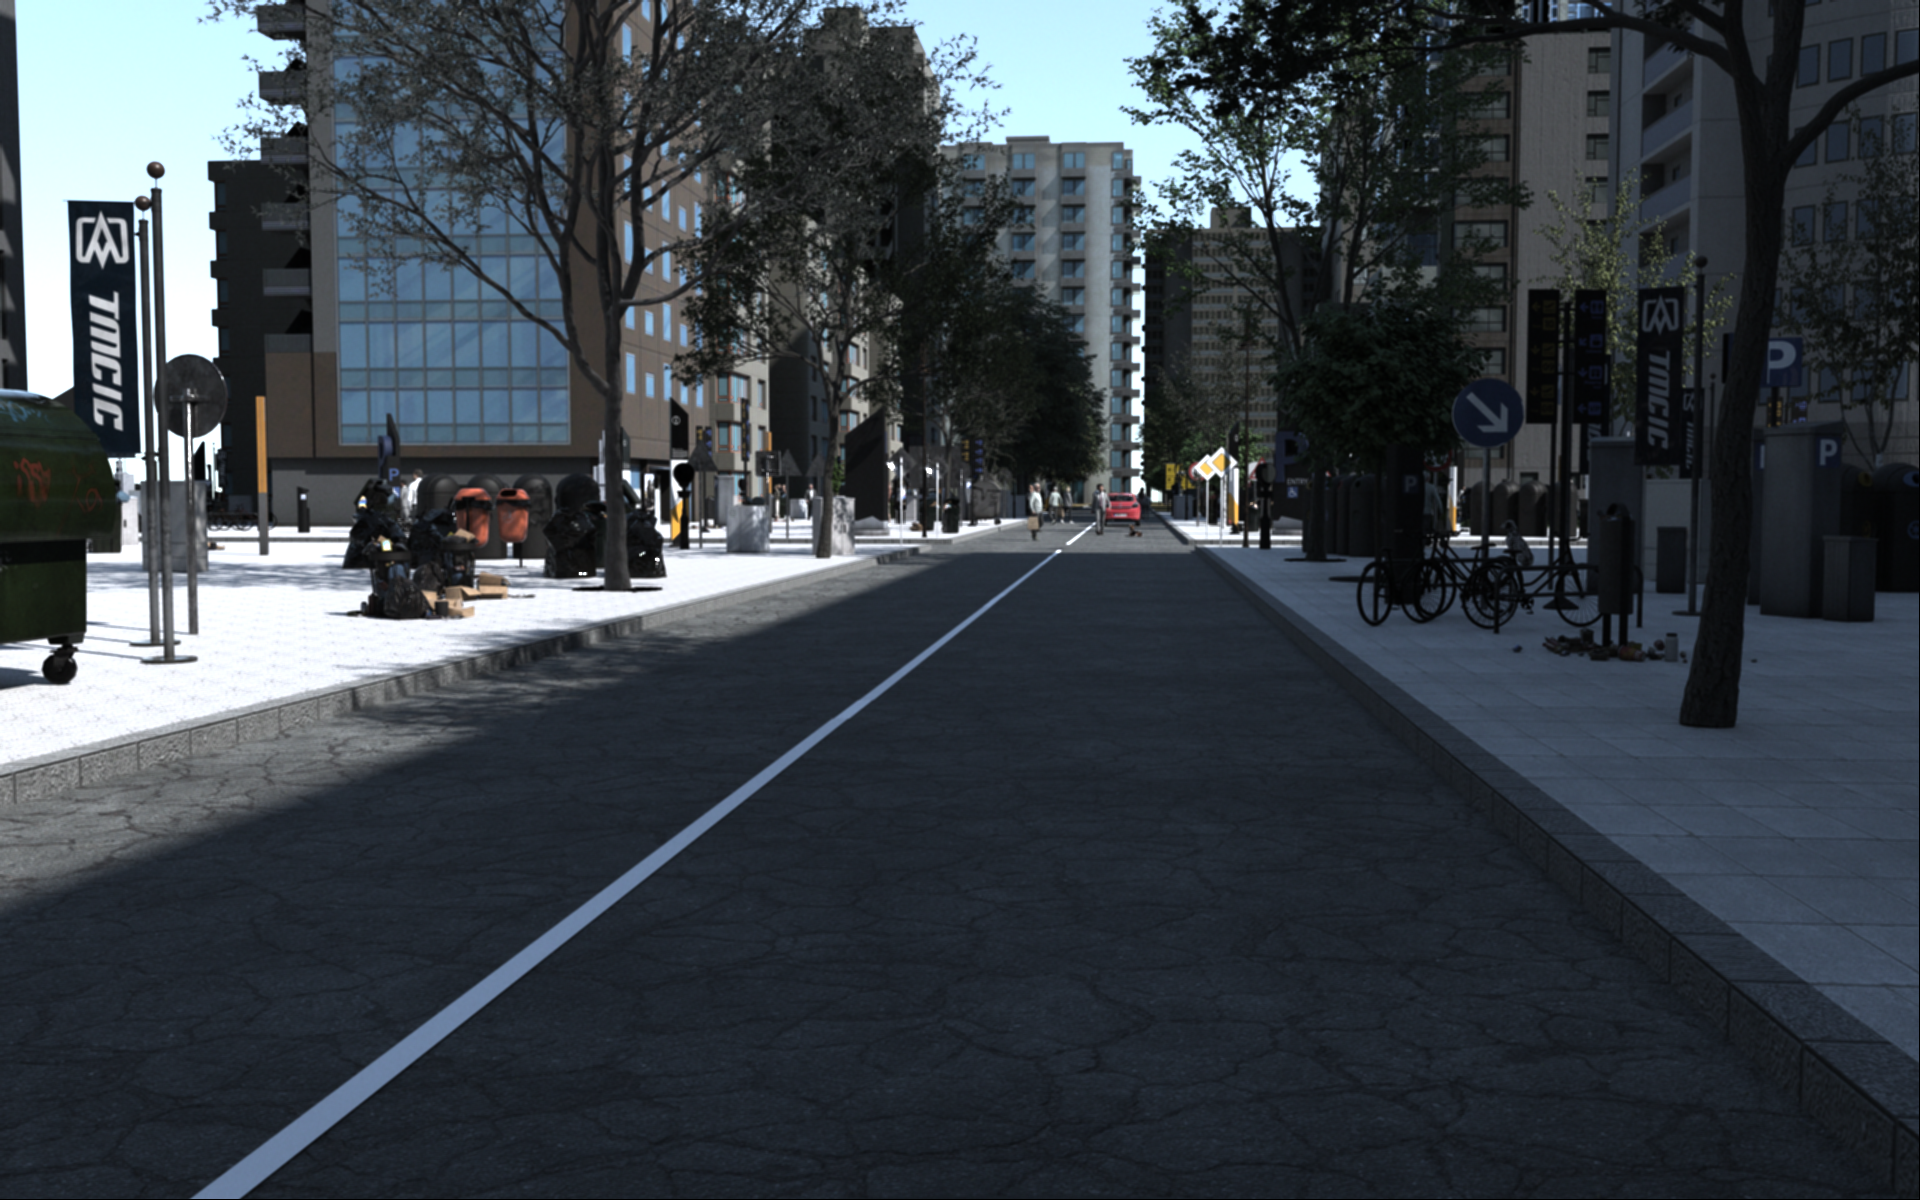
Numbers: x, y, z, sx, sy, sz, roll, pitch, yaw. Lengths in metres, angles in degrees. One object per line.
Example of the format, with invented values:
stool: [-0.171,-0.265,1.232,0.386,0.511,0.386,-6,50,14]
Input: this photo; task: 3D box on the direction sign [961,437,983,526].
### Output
direction sign: [0.483,-4.718,69.130,0.876,3.537,0.379,0,4,5]

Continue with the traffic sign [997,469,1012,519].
traffic sign: [2.243,-5.353,87.621,0.768,2.556,0.104,0,4,7]

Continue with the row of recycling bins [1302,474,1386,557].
row of recycling bins: [8.238,-1.814,36.771,1.069,1.692,3.534,-1,4,-9]

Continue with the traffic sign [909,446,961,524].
traffic sign: [-1.070,-4.842,73.038,2.265,3.308,0.079,1,4,15]

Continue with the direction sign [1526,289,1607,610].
direction sign: [6.719,-1.667,19.260,0.876,3.537,0.379,0,4,-4]

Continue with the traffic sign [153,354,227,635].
traffic sign: [-7.006,-0.957,15.754,0.768,2.556,0.104,1,4,14]

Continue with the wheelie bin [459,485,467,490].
wheelie bin: [-16.658,-3.061,57.951,0.980,1.594,0.693,3,4,38]

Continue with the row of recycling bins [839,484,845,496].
row of recycling bins: [-4.087,-3.598,65.945,1.069,1.692,3.534,0,4,1]

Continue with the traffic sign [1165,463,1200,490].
traffic sign: [14.563,-7.305,113.304,2.265,3.308,0.079,1,4,13]

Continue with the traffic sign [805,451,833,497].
traffic sign: [-4.286,-3.217,52.596,0.884,2.594,0.081,1,4,15]

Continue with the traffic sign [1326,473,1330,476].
traffic sign: [14.139,-4.141,67.706,0.884,2.594,0.081,1,4,15]

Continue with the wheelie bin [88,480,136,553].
wheelie bin: [-18.617,-1.826,37.771,0.980,1.594,0.693,-2,4,-32]

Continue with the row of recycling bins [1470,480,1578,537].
row of recycling bins: [17.068,-2.780,52.573,1.069,1.692,3.534,-3,5,-41]

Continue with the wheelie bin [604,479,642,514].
wheelie bin: [-7.123,-1.756,36.620,0.693,1.594,0.980,0,4,1]

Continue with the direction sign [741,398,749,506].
direction sign: [-5.100,-3.008,41.179,0.379,3.537,0.876,0,4,3]

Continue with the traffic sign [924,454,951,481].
traffic sign: [-0.681,-2.980,50.912,0.795,2.593,0.064,0,4,6]

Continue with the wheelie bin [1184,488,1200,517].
wheelie bin: [12.842,-5.379,95.859,0.980,1.594,0.693,2,4,26]

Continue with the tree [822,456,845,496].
tree: [-6.138,-5.675,87.391,1.663,3.219,1.824,0,3,0]

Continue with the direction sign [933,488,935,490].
direction sign: [-1.362,-6.026,90.515,0.876,3.537,0.379,-1,4,-13]

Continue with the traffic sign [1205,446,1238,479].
traffic sign: [6.381,-2.445,42.165,0.795,2.593,0.064,0,4,6]

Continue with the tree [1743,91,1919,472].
tree: [16.675,-4.964,31.528,4.360,8.622,3.978,0,3,0]

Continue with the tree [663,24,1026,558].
tree: [-2.432,-6.105,34.229,7.601,10.594,8.767,2,4,24]

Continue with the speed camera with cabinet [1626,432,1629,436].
speed camera with cabinet: [21.264,-3.659,54.164,0.660,3.252,2.038,0,4,3]

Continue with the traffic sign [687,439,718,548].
traffic sign: [-6.161,-2.514,41.101,0.884,2.594,0.081,1,4,9]

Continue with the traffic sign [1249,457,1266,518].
traffic sign: [10.523,-3.693,60.384,0.884,2.594,0.081,1,4,15]

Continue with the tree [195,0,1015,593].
tree: [-4.654,-6.856,22.474,12.009,13.543,11.850,0,3,0]

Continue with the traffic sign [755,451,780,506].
traffic sign: [-4.571,-2.386,41.145,0.606,2.300,0.079,1,4,12]

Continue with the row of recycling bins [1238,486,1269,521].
row of recycling bins: [14.103,-4.690,83.788,1.069,1.692,3.534,2,4,31]

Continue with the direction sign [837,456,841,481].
direction sign: [-7.449,-6.814,103.409,0.379,3.537,0.876,3,5,41]

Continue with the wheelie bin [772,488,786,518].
wheelie bin: [-9.588,-5.121,91.633,0.693,1.594,0.980,3,5,44]

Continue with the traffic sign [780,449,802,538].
traffic sign: [-5.010,-3.072,50.235,0.884,2.594,0.081,1,4,14]

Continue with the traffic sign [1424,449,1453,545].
traffic sign: [10.867,-2.415,39.590,0.768,2.556,0.104,1,4,15]

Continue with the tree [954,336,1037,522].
tree: [1.149,-7.863,78.921,4.360,8.622,3.978,0,3,0]

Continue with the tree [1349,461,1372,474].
tree: [26.353,-9.922,112.593,4.360,8.622,3.978,0,3,0]

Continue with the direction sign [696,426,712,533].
direction sign: [-8.541,-4.028,57.847,0.379,3.537,0.876,2,4,26]

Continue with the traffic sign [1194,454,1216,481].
traffic sign: [7.173,-2.931,50.111,0.795,2.593,0.064,0,4,6]

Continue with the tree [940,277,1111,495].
tree: [3.414,-11.848,100.374,9.857,13.997,8.962,0,3,0]

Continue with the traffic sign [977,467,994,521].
traffic sign: [1.194,-5.023,82.137,0.884,2.594,0.081,1,4,11]

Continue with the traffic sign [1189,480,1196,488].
traffic sign: [13.368,-6.009,98.349,0.768,2.556,0.104,0,4,8]

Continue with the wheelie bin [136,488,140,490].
wheelie bin: [-40.943,-4.789,86.216,0.693,1.594,0.980,2,4,23]

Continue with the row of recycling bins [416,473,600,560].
row of recycling bins: [-8.902,-1.664,34.316,3.534,1.692,1.069,-1,4,-23]

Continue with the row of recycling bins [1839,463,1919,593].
row of recycling bins: [12.791,-0.963,22.857,3.534,1.692,1.069,0,4,-6]

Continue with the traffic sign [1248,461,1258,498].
traffic sign: [11.456,-4.109,67.283,0.768,2.556,0.104,1,4,12]

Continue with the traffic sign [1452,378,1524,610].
traffic sign: [5.813,-1.164,19.137,0.768,2.556,0.104,1,4,12]

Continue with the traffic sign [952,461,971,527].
traffic sign: [0.037,-4.119,67.447,0.768,2.556,0.104,1,4,14]

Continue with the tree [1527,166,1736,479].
tree: [14.857,-5.429,39.132,4.737,8.622,4.395,0,3,0]

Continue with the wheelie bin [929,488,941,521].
wheelie bin: [-1.141,-4.484,81.221,0.693,1.594,0.980,0,4,2]

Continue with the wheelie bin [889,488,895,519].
wheelie bin: [-3.638,-4.981,89.349,0.980,1.594,0.693,-3,5,-45]

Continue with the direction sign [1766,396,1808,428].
direction sign: [19.203,-2.955,40.309,0.876,3.537,0.379,1,4,11]

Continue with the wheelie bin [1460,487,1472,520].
wheelie bin: [23.407,-4.386,79.620,0.693,1.594,0.980,2,4,33]

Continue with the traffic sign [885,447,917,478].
traffic sign: [-1.473,-2.494,42.966,0.795,2.593,0.064,0,4,6]

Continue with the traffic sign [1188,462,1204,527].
traffic sign: [9.337,-4.149,67.938,0.768,2.556,0.104,1,4,9]

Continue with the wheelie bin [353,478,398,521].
wheelie bin: [-11.783,-1.657,35.002,0.693,1.594,0.980,0,4,4]

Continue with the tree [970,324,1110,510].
tree: [4.469,-12.089,114.660,9.611,12.733,9.660,0,3,0]

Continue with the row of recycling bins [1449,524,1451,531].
row of recycling bins: [15.653,-3.306,61.163,3.534,1.692,1.069,0,4,3]

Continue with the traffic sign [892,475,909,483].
traffic sign: [-2.770,-4.962,81.130,0.884,2.594,0.081,1,4,9]
